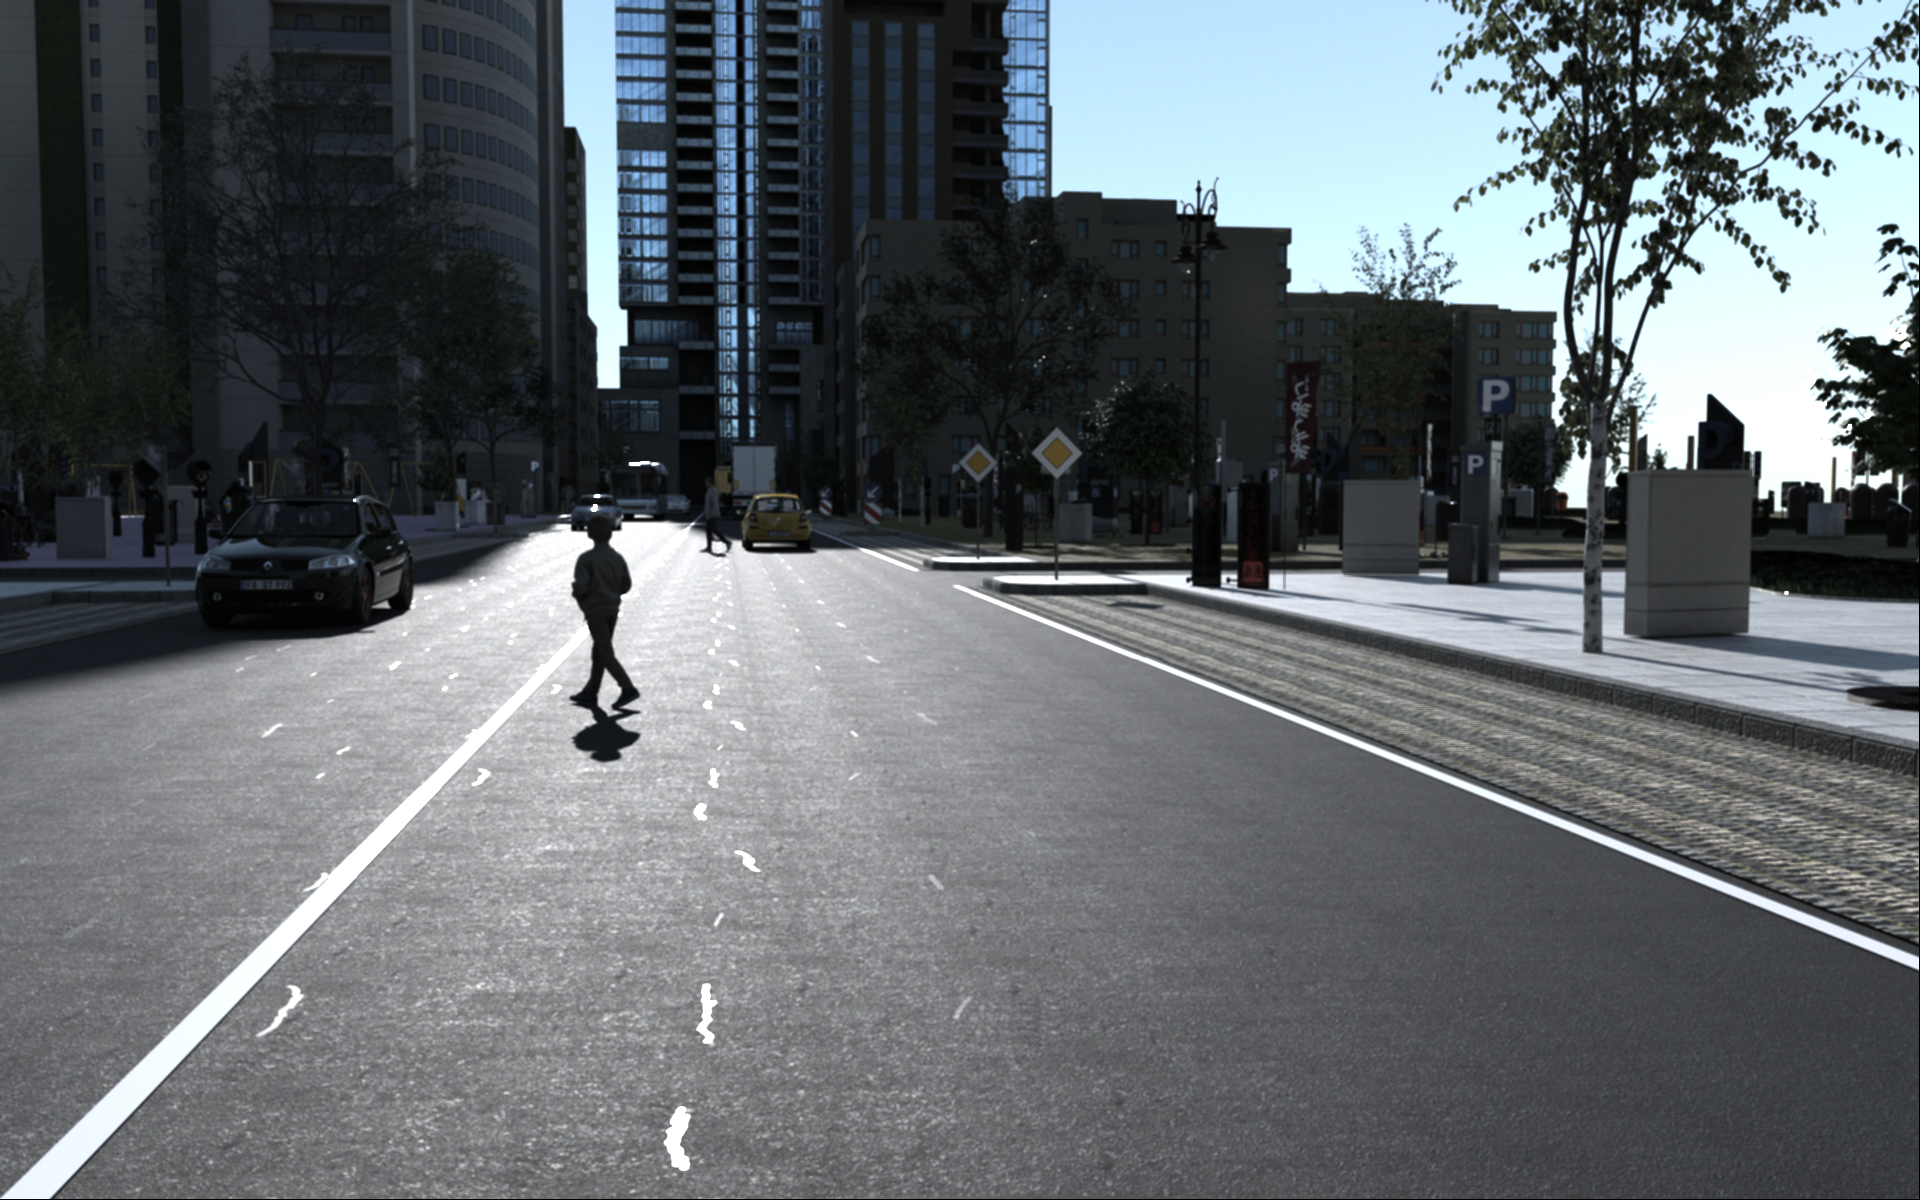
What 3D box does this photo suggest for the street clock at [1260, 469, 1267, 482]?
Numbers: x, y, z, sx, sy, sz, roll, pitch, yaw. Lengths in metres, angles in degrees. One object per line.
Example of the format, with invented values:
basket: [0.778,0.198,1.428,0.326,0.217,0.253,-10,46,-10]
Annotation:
street clock: [8.910,-2.773,49.914,0.471,2.002,0.358,-1,4,-21]

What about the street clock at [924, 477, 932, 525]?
street clock: [-1.348,-4.180,72.918,0.358,2.002,0.471,0,4,-7]

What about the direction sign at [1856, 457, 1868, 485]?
direction sign: [38.304,-4.962,73.124,0.876,3.537,0.379,3,4,38]

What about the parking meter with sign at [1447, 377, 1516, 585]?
parking meter with sign: [7.571,-1.772,25.241,0.543,3.016,1.738,2,4,32]

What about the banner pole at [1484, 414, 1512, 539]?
banner pole: [15.524,-3.670,50.014,0.863,3.779,0.401,0,4,2]

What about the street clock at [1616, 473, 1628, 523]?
street clock: [23.318,-3.447,60.928,0.358,2.002,0.471,-3,4,-36]

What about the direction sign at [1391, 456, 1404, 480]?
direction sign: [25.792,-6.738,102.158,0.379,3.537,0.876,-3,4,-37]

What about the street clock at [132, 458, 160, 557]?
street clock: [-16.484,-1.869,35.136,0.471,2.002,0.358,-3,5,-43]

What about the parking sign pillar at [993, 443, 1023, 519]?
parking sign pillar: [2.543,-6.118,88.508,1.447,3.967,1.447,-1,4,-17]

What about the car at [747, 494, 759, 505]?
car: [-8.802,-4.184,80.201,2.131,1.459,4.920,0,4,-7]

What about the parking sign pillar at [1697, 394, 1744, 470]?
parking sign pillar: [20.175,-3.518,45.987,1.447,3.967,1.447,-1,4,-16]

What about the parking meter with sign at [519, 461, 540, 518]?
parking meter with sign: [-23.088,-5.899,92.715,0.543,3.016,1.738,-3,4,-38]

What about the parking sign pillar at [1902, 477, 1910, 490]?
parking sign pillar: [52.810,-6.575,95.974,1.447,3.967,1.447,0,4,-2]

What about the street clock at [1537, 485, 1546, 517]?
street clock: [24.907,-4.265,74.304,0.358,2.002,0.471,-1,4,-21]

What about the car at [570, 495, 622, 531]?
car: [-14.567,-3.517,69.507,2.014,1.417,4.499,0,4,-7]

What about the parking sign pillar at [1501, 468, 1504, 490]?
parking sign pillar: [30.223,-6.723,98.386,1.447,3.967,1.447,2,4,35]

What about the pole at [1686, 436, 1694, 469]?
pole: [25.520,-4.080,60.546,0.158,3.312,0.155,0,3,0]

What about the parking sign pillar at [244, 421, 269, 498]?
parking sign pillar: [-25.848,-4.597,63.627,1.447,3.967,1.447,0,4,-1]

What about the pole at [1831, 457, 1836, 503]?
pole: [48.106,-6.210,95.375,0.158,3.312,0.155,0,3,0]

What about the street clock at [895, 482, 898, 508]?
street clock: [-3.858,-6.098,104.276,0.471,2.002,0.358,2,4,32]

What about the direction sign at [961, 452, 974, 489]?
direction sign: [0.408,-6.164,92.779,0.876,3.537,0.379,-3,5,-41]

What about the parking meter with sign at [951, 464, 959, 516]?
parking meter with sign: [-0.019,-6.403,100.947,0.543,3.016,1.738,1,4,15]

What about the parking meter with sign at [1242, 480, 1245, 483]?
parking meter with sign: [14.838,-5.886,92.495,1.738,3.016,0.543,1,4,23]

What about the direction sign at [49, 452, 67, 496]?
direction sign: [-48.082,-6.139,92.375,0.876,3.537,0.379,-1,4,-11]

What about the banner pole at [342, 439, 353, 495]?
banner pole: [-27.936,-5.450,79.127,0.401,3.779,0.863,1,4,20]

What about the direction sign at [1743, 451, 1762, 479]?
direction sign: [41.788,-6.080,91.403,0.876,3.537,0.379,0,4,8]

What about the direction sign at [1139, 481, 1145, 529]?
direction sign: [6.705,-4.427,64.373,0.876,3.537,0.379,3,5,45]

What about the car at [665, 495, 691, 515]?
car: [-19.791,-6.636,120.866,2.083,1.381,4.827,0,4,-8]

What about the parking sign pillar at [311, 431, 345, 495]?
parking sign pillar: [-27.024,-5.232,74.014,1.447,3.967,1.447,0,4,-3]

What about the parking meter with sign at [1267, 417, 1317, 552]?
parking meter with sign: [7.232,-2.608,38.903,1.738,3.016,0.543,-3,5,-41]

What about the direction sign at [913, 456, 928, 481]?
direction sign: [-2.350,-6.792,103.045,0.876,3.537,0.379,-1,4,-17]

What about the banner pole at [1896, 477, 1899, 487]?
banner pole: [40.130,-5.145,74.135,0.401,3.779,0.863,3,4,36]

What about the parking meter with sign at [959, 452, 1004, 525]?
parking meter with sign: [0.931,-4.604,71.533,1.738,3.016,0.543,0,4,4]

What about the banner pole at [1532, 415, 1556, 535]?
banner pole: [18.424,-3.946,54.539,0.401,3.779,0.863,-2,4,-29]

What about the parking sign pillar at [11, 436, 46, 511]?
parking sign pillar: [-41.450,-5.420,77.083,1.447,3.967,1.447,0,4,2]

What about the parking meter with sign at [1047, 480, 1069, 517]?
parking meter with sign: [5.693,-6.117,96.279,1.738,3.016,0.543,0,4,1]

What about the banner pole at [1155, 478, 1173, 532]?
banner pole: [6.877,-4.204,58.749,0.401,3.779,0.863,-2,4,-35]

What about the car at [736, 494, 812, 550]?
car: [-4.871,-2.165,45.618,2.015,1.641,3.980,-1,4,-9]

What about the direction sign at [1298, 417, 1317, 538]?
direction sign: [10.063,-3.610,51.014,0.876,3.537,0.379,1,4,20]

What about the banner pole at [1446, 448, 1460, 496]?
banner pole: [26.509,-6.322,93.374,0.863,3.779,0.401,2,4,29]

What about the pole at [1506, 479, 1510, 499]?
pole: [31.391,-6.442,99.165,0.158,3.312,0.155,0,3,0]

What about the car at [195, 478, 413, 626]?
car: [-7.552,-0.637,20.197,2.009,1.686,4.222,0,4,-8]

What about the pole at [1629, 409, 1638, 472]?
pole: [16.211,-2.930,41.746,0.158,3.312,0.155,0,3,0]

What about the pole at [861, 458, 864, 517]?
pole: [-5.516,-6.367,97.942,0.158,3.312,0.155,0,3,0]

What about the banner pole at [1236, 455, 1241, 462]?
banner pole: [17.709,-7.343,110.080,0.401,3.779,0.863,-1,4,-15]

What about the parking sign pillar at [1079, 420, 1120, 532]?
parking sign pillar: [4.683,-4.288,58.577,1.447,3.967,1.447,2,4,31]

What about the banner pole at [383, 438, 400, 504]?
banner pole: [-25.578,-5.374,77.874,0.863,3.779,0.401,-2,4,-24]

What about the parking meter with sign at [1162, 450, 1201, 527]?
parking meter with sign: [8.447,-4.323,66.948,1.738,3.016,0.543,-2,4,-28]

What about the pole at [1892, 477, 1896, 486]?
pole: [37.812,-4.666,70.124,0.158,3.312,0.155,0,3,0]

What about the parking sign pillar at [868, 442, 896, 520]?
parking sign pillar: [-3.990,-6.079,87.856,1.447,3.967,1.447,-1,4,-21]

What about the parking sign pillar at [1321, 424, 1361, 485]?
parking sign pillar: [14.815,-4.734,65.880,1.447,3.967,1.447,2,4,33]
